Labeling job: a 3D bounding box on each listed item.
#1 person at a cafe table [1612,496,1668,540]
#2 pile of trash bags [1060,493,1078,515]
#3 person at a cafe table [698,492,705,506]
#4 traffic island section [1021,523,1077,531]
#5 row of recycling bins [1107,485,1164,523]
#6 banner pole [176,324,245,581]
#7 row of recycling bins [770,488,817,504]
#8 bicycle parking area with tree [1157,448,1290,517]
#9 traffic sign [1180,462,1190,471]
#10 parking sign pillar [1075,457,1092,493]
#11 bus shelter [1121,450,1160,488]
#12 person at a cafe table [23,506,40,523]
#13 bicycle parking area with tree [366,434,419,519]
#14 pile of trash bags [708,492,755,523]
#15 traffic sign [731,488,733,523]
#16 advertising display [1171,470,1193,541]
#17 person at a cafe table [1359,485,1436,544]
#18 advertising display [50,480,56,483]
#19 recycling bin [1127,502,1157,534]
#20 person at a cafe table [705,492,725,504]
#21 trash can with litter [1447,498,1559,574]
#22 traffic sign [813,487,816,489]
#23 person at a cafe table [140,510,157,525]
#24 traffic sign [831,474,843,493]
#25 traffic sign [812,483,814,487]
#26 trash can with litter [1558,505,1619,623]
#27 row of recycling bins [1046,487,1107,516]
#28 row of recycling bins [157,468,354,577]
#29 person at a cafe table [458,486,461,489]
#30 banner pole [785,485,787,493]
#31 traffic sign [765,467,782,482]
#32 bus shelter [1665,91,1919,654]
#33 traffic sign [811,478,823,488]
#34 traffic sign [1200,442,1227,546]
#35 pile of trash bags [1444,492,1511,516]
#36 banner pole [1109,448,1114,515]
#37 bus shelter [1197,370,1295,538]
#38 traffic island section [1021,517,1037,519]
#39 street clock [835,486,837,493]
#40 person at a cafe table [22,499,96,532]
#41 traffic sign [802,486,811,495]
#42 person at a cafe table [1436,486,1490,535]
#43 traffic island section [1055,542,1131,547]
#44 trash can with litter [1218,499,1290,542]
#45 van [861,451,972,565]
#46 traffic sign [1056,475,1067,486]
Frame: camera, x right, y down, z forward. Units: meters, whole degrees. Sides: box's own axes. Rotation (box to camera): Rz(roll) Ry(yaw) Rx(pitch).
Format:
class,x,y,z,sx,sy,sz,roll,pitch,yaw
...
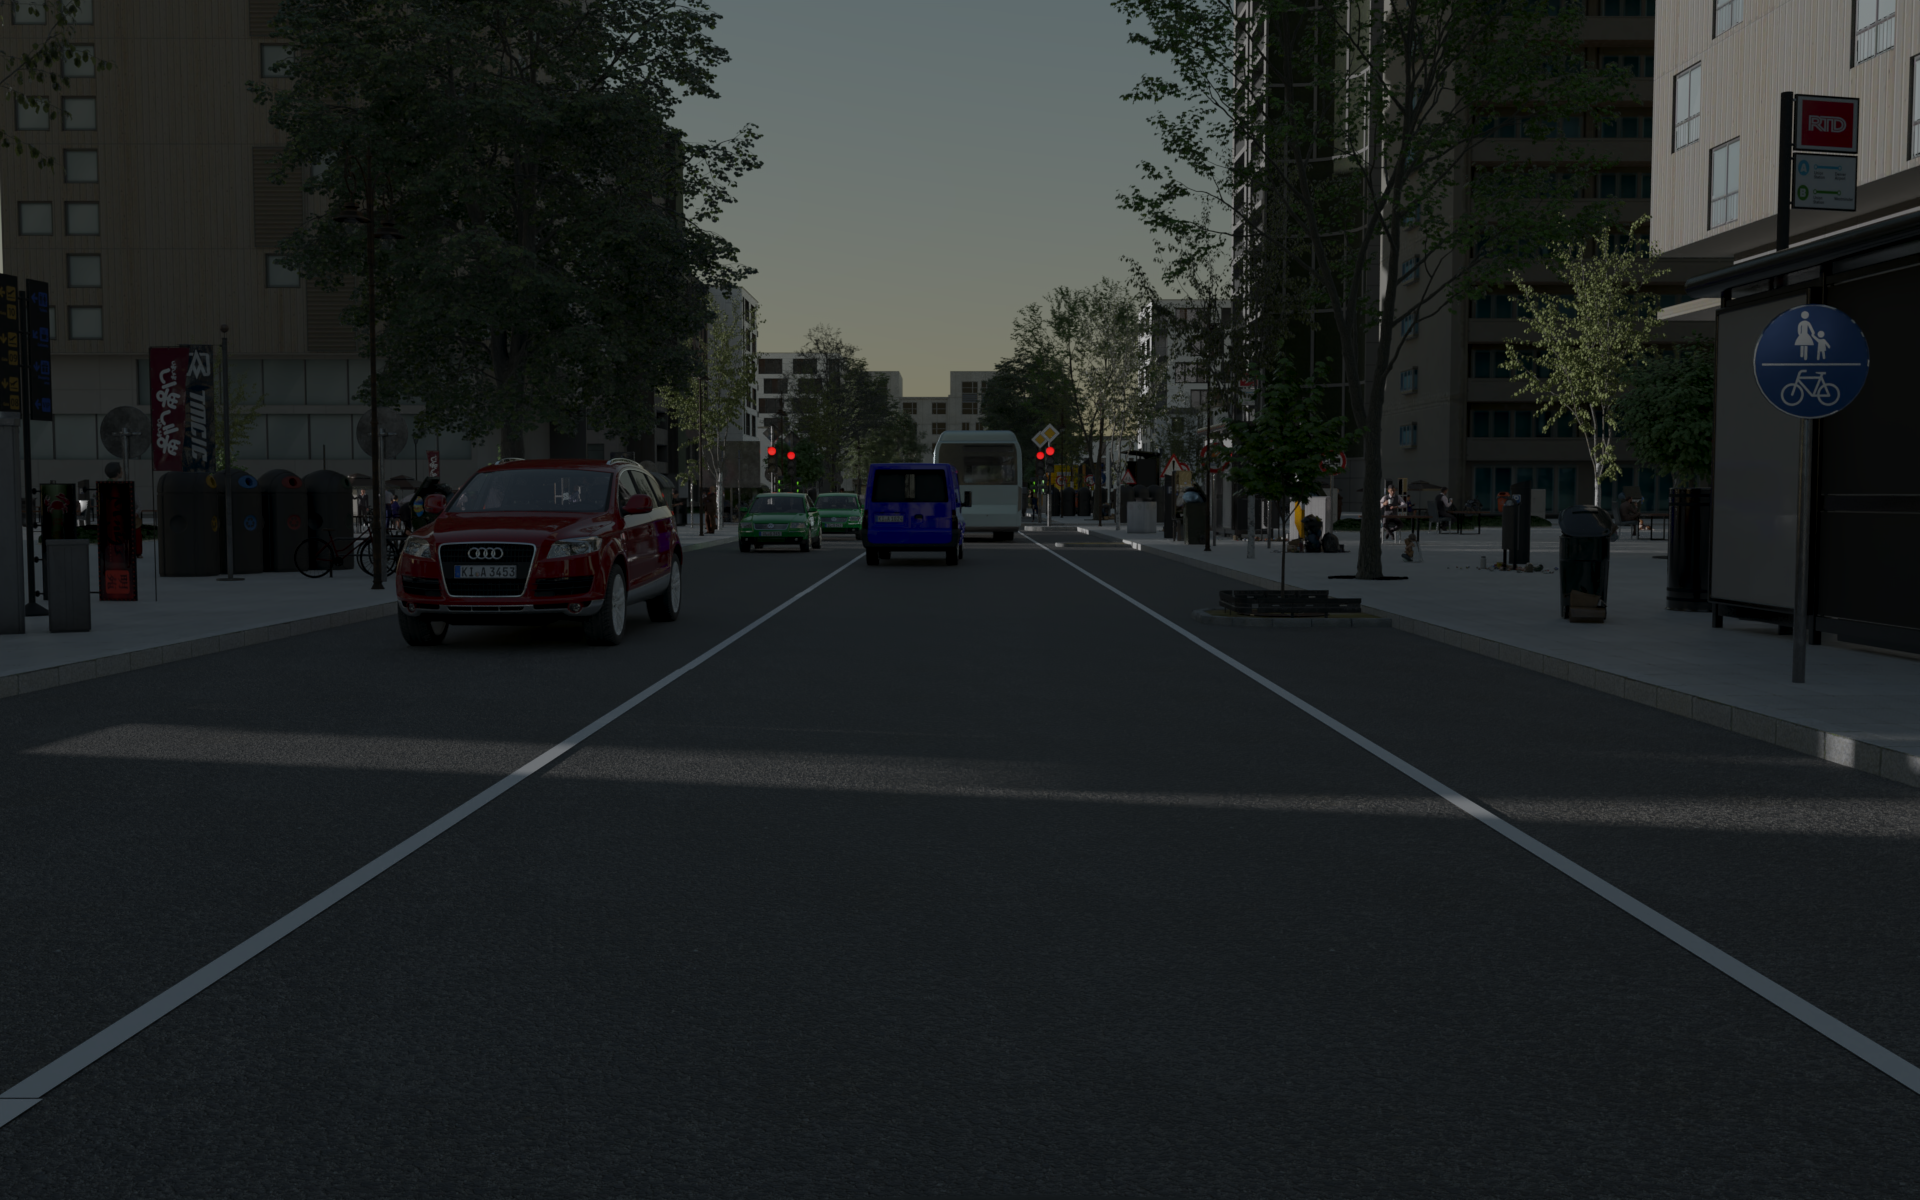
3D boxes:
class,x,y,z,sx,sy,sz,roll,pitch,yaw
person at a cafe table,19.126,-2.294,48.362,1.726,1.238,1.698,0,4,2
pile of trash bags,6.768,-6.018,108.138,1.912,1.369,3.447,-2,4,-24
person at a cafe table,-21.470,-8.482,147.202,1.622,1.524,1.698,2,4,29
traffic island section,3.585,-2.853,68.930,2.009,0.180,2.903,0,3,0
row of recycling bins,8.355,-4.308,77.551,3.534,1.692,1.069,-3,5,-40
banner pole,-11.055,-2.173,25.553,0.863,3.779,0.401,-1,4,-11
row of recycling bins,-11.271,-6.728,117.113,3.534,1.692,1.069,-1,4,-9
bicycle parking area with tree,14.865,-7.364,107.401,8.231,4.147,9.016,2,4,35
traffic sign,8.895,-4.265,69.833,0.768,2.556,0.104,0,4,4
parking sign pillar,8.622,-8.153,121.779,1.447,3.967,1.447,-3,4,-36
bus shelter,9.779,-6.304,94.355,1.731,3.624,6.357,0,3,0
person at a cafe table,-41.088,-4.251,78.022,1.622,1.524,1.698,1,4,20
bicycle parking area with tree,-23.534,-5.799,81.823,8.231,4.147,9.016,2,4,29
pile of trash bags,-10.408,-4.223,78.797,3.447,1.369,1.912,3,5,44
traffic sign,-10.117,-4.683,76.666,0.768,2.556,0.104,0,4,4
advertising display,6.059,-2.569,47.209,0.123,1.923,0.974,3,4,36
person at a cafe table,11.151,-2.206,44.580,1.698,1.524,1.622,0,4,5
advertising display,-42.003,-4.590,80.257,0.123,1.923,0.974,-1,4,-20
recycling bin,5.949,-2.697,56.657,0.722,1.027,0.722,3,5,41
person at a cafe table,-19.404,-8.032,139.832,1.622,1.524,1.698,0,4,4
trash can with litter,9.226,-1.094,28.943,1.678,1.210,2.233,0,4,-1
traffic sign,-12.678,-9.275,151.756,0.768,2.556,0.104,0,4,2
person at a cafe table,-28.712,-3.140,59.862,1.622,1.524,1.698,2,4,26
traffic sign,-7.730,-6.661,109.017,0.768,2.556,0.104,0,4,8
traffic sign,-11.264,-8.221,134.522,0.768,2.556,0.104,0,4,6
trash can with litter,6.412,-0.378,17.573,0.624,1.170,1.055,1,4,14
row of recycling bins,6.765,-5.691,100.166,3.534,1.692,1.069,0,4,1
row of recycling bins,-11.461,-1.293,28.254,1.069,1.692,3.534,2,4,28
person at a cafe table,-15.011,-2.612,51.214,1.622,1.524,1.698,0,4,3
banner pole,-11.173,-7.266,108.820,0.863,3.779,0.401,0,4,-6
traffic sign,-8.258,-4.673,76.517,0.768,2.556,0.104,0,4,5
bus shelter,8.025,-2.288,15.036,2.179,5.291,8.768,0,4,0
traffic sign,-9.051,-6.643,110.745,0.606,2.300,0.079,0,4,7
traffic sign,6.258,-2.595,42.534,0.768,2.556,0.104,1,4,8
pile of trash bags,23.684,-4.284,79.794,3.447,1.369,1.912,3,5,39
banner pole,8.271,-6.400,94.650,0.401,3.779,0.863,1,4,22
bus shelter,8.658,-4.658,53.790,2.179,5.291,8.768,0,4,0
traffic island section,3.518,-4.856,102.257,1.991,0.108,1.994,0,3,0
street clock,-9.871,-8.114,137.228,0.358,2.002,0.471,2,4,30
person at a cafe table,-30.428,-2.924,58.663,1.698,1.238,1.726,2,4,28
traffic sign,-10.122,-6.911,115.131,0.606,2.300,0.079,0,4,8
person at a cafe table,15.721,-2.864,55.339,1.622,1.524,1.698,-1,4,-23
traffic island section,3.628,-1.514,47.623,1.991,0.108,1.994,0,3,0
trash can with litter,8.187,-2.225,47.432,2.233,1.210,1.678,2,4,34
van,-0.908,-1.961,36.450,2.240,2.365,5.245,0,4,2
traffic sign,6.763,-7.065,115.623,0.768,2.556,0.104,0,4,5
